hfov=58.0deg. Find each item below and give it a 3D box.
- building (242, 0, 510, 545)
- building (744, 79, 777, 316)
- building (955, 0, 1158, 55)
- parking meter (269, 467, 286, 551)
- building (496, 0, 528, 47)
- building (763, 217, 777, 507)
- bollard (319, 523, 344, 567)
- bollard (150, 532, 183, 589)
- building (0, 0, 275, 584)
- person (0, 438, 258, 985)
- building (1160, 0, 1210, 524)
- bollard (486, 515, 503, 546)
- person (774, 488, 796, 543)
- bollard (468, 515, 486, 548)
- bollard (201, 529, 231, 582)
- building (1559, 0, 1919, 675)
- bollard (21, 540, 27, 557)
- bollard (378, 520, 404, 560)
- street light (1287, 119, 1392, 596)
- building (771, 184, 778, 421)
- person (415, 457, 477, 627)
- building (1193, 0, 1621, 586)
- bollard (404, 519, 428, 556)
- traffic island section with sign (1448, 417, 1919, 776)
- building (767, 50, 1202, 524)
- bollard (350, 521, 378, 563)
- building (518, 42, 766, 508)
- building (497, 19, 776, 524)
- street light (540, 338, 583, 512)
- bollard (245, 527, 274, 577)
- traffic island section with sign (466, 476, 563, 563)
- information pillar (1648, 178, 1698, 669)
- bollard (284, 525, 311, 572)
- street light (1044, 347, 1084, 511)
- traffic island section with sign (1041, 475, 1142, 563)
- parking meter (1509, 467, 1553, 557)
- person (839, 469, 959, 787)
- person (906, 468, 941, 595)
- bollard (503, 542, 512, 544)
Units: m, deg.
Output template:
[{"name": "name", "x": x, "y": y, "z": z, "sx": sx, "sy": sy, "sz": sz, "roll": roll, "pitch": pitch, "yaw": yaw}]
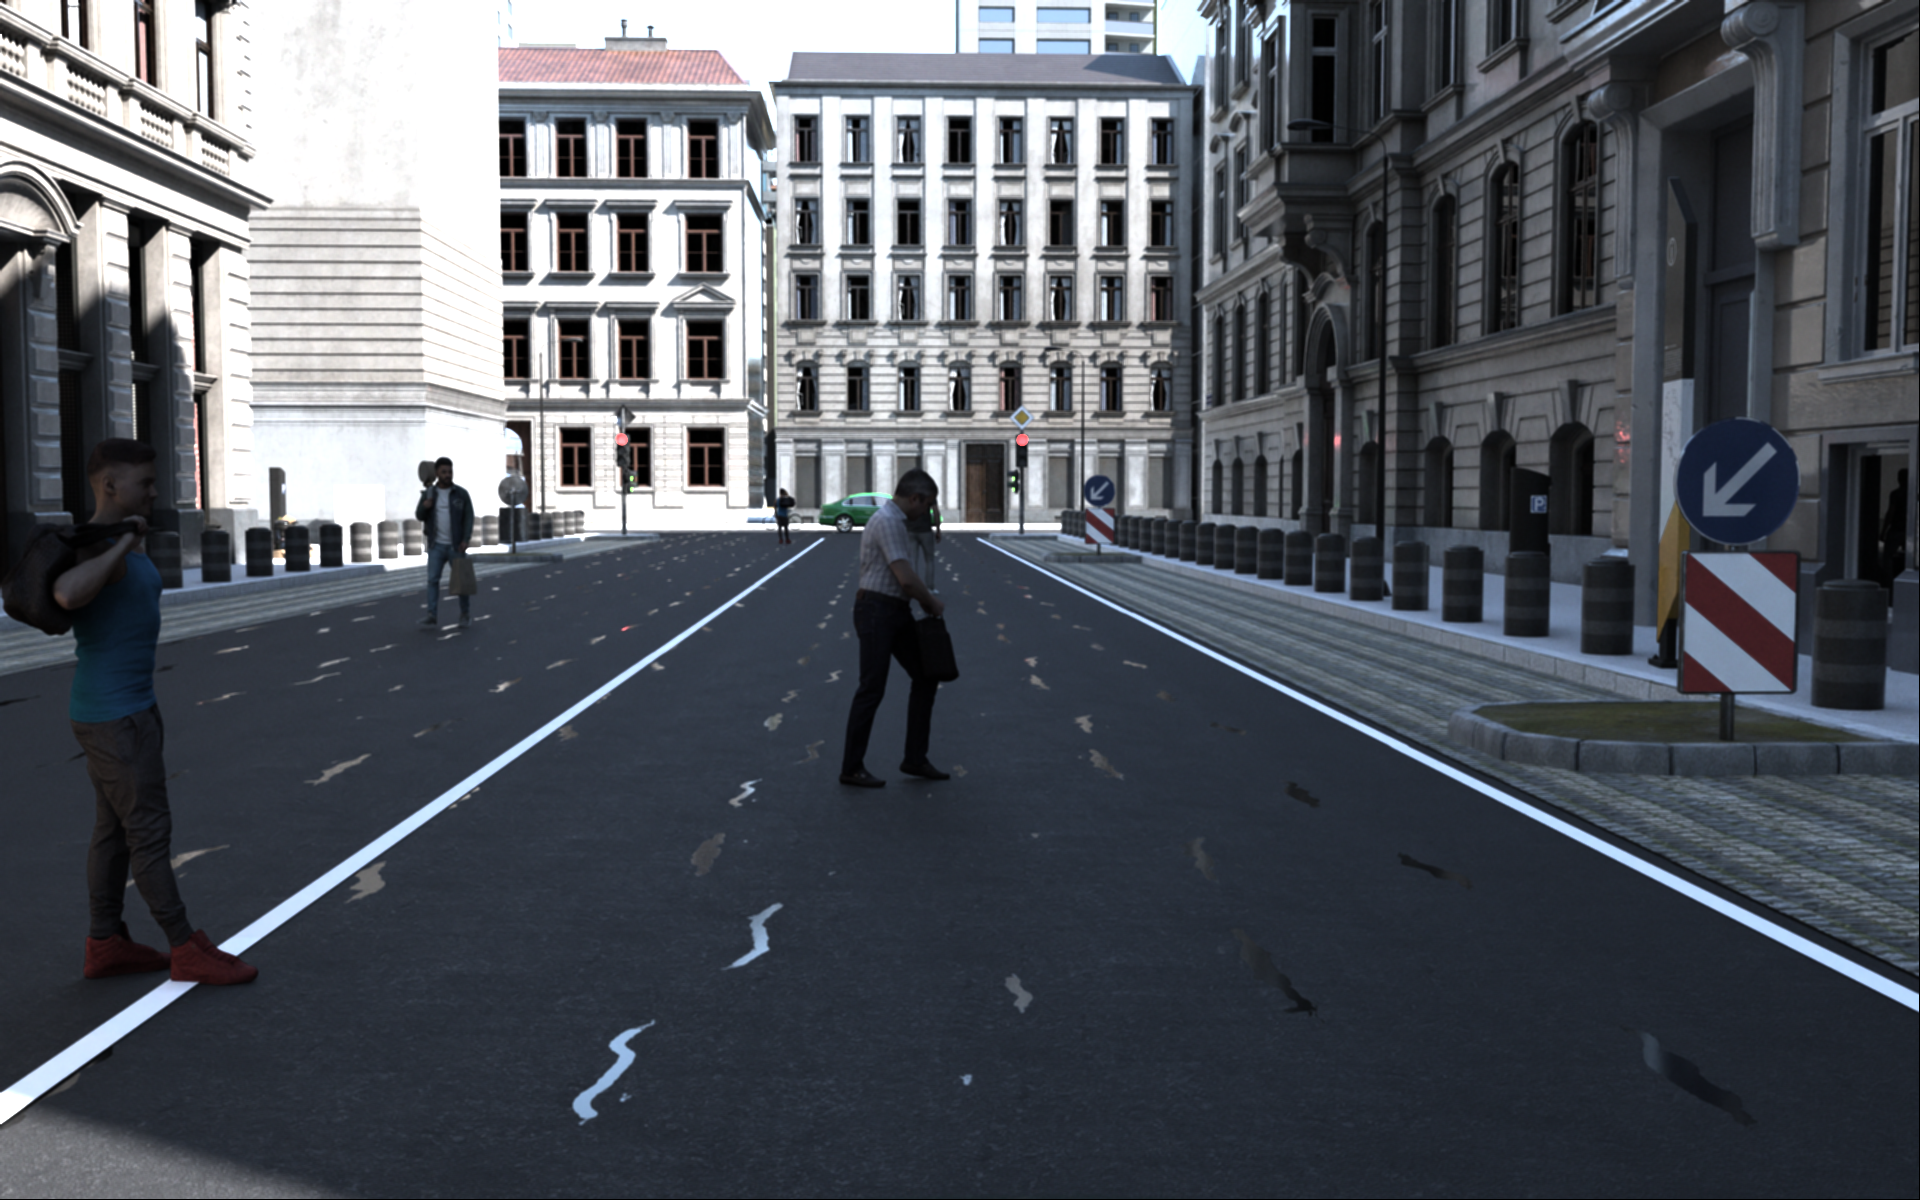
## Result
[{"name": "building", "x": -22.635, "y": -12.150, "z": 47.810, "sx": 18.267, "sy": 20.994, "sz": 9.793, "roll": 0, "pitch": 4, "yaw": -2}, {"name": "building", "x": -35.933, "y": -35.460, "z": 199.374, "sx": 30.456, "sy": 49.044, "sz": 23.786, "roll": 0, "pitch": 4, "yaw": -2}, {"name": "building", "x": 9.932, "y": -39.177, "z": 182.538, "sx": 21.231, "sy": 58.520, "sz": 28.212, "roll": 0, "pitch": 4, "yaw": -2}, {"name": "parking meter", "x": -15.046, "y": -1.988, "z": 38.219, "sx": 0.255, "sy": 1.863, "sz": 0.399, "roll": 0, "pitch": 4, "yaw": -6}, {"name": "building", "x": -61.514, "y": -46.548, "z": 199.317, "sx": 20.611, "sy": 71.187, "sz": 20.563, "roll": 0, "pitch": 4, "yaw": -2}, {"name": "building", "x": -25.731, "y": -24.552, "z": 173.128, "sx": 14.160, "sy": 30.474, "sz": 14.107, "roll": 0, "pitch": 4, "yaw": -2}, {"name": "bollard", "x": -11.098, "y": -0.969, "z": 30.564, "sx": 0.404, "sy": 0.777, "sz": 0.398, "roll": 0, "pitch": 3, "yaw": 0}, {"name": "bollard", "x": -10.806, "y": -0.543, "z": 23.588, "sx": 0.404, "sy": 0.777, "sz": 0.398, "roll": 0, "pitch": 3, "yaw": 0}, {"name": "building", "x": -17.682, "y": -11.855, "z": 22.702, "sx": 11.050, "sy": 23.489, "sz": 19.941, "roll": 0, "pitch": 4, "yaw": -2}, {"name": "person", "x": -2.421, "y": 0.326, "z": 5.045, "sx": 0.662, "sy": 1.594, "sz": 0.647, "roll": -1, "pitch": 4, "yaw": -22}, {"name": "building", "x": 19.930, "y": -15.982, "z": 79.331, "sx": 19.932, "sy": 24.808, "sz": 12.078, "roll": 0, "pitch": 4, "yaw": -2}, {"name": "bollard", "x": -11.609, "y": -1.716, "z": 42.771, "sx": 0.404, "sy": 0.777, "sz": 0.398, "roll": 0, "pitch": 3, "yaw": 0}, {"name": "person", "x": -5.083, "y": -2.445, "z": 50.343, "sx": 0.647, "sy": 1.594, "sz": 0.662, "roll": 0, "pitch": 4, "yaw": -2}, {"name": "bollard", "x": -11.537, "y": -1.609, "z": 41.021, "sx": 0.404, "sy": 0.777, "sz": 0.398, "roll": 0, "pitch": 3, "yaw": 0}, {"name": "bollard", "x": -10.880, "y": -0.649, "z": 25.329, "sx": 0.404, "sy": 0.777, "sz": 0.398, "roll": 0, "pitch": 3, "yaw": 0}, {"name": "building", "x": 13.184, "y": -13.553, "z": 7.495, "sx": 13.634, "sy": 28.700, "sz": 20.117, "roll": 0, "pitch": 4, "yaw": -2}, {"name": "bollard", "x": -10.660, "y": -0.330, "z": 20.106, "sx": 0.404, "sy": 0.777, "sz": 0.398, "roll": 0, "pitch": 3, "yaw": 0}, {"name": "bollard", "x": -11.247, "y": -1.182, "z": 34.045, "sx": 0.404, "sy": 0.777, "sz": 0.398, "roll": 0, "pitch": 3, "yaw": 0}, {"name": "street light", "x": 4.753, "y": -3.005, "z": 21.669, "sx": 1.470, "sy": 5.913, "sz": 1.316, "roll": 0, "pitch": 4, "yaw": -2}, {"name": "building", "x": -20.860, "y": -35.929, "z": 242.065, "sx": 28.867, "sy": 44.769, "sz": 22.147, "roll": 0, "pitch": 4, "yaw": -2}, {"name": "person", "x": -5.435, "y": -0.611, "z": 18.472, "sx": 0.794, "sy": 1.824, "sz": 0.713, "roll": 1, "pitch": 4, "yaw": 16}, {"name": "building", "x": 13.316, "y": -13.265, "z": 35.973, "sx": 14.460, "sy": 24.649, "sz": 34.723, "roll": 0, "pitch": 4, "yaw": -2}, {"name": "bollard", "x": -11.318, "y": -1.289, "z": 35.790, "sx": 0.404, "sy": 0.777, "sz": 0.398, "roll": 0, "pitch": 3, "yaw": 0}, {"name": "traffic island section with sign", "x": 3.868, "y": -0.066, "z": 9.701, "sx": 1.989, "sy": 1.847, "sz": 2.006, "roll": 0, "pitch": 4, "yaw": -2}, {"name": "building", "x": 0.873, "y": -13.998, "z": 78.026, "sx": 18.267, "sy": 20.994, "sz": 9.793, "roll": 0, "pitch": 4, "yaw": -2}, {"name": "bollard", "x": -11.170, "y": -1.076, "z": 32.305, "sx": 0.404, "sy": 0.777, "sz": 0.398, "roll": 0, "pitch": 3, "yaw": 0}, {"name": "building", "x": -33.955, "y": -28.231, "z": 153.457, "sx": 32.217, "sy": 40.220, "sz": 23.993, "roll": 0, "pitch": 4, "yaw": -2}, {"name": "building", "x": -19.074, "y": -14.788, "z": 77.935, "sx": 21.152, "sy": 22.565, "sz": 11.583, "roll": 0, "pitch": 4, "yaw": -2}, {"name": "street light", "x": -11.926, "y": -4.840, "z": 51.671, "sx": 1.470, "sy": 5.913, "sz": 1.316, "roll": 0, "pitch": 4, "yaw": -2}, {"name": "bollard", "x": -10.951, "y": -0.756, "z": 27.069, "sx": 0.404, "sy": 0.777, "sz": 0.398, "roll": 0, "pitch": 3, "yaw": 0}, {"name": "traffic island section with sign", "x": -9.487, "y": -1.710, "z": 36.595, "sx": 1.989, "sy": 1.847, "sz": 2.006, "roll": 0, "pitch": 4, "yaw": -2}, {"name": "information pillar", "x": 5.256, "y": -1.306, "z": 12.702, "sx": 0.183, "sy": 3.616, "sz": 0.504, "roll": 0, "pitch": 4, "yaw": 7}, {"name": "bollard", "x": -11.028, "y": -0.863, "z": 28.822, "sx": 0.404, "sy": 0.777, "sz": 0.398, "roll": 0, "pitch": 3, "yaw": 0}, {"name": "street light", "x": 3.347, "y": -5.032, "z": 54.812, "sx": 1.470, "sy": 5.913, "sz": 1.316, "roll": 0, "pitch": 4, "yaw": -2}, {"name": "traffic island section with sign", "x": 2.750, "y": -1.713, "z": 36.633, "sx": 1.989, "sy": 1.847, "sz": 2.006, "roll": 0, "pitch": 4, "yaw": -2}, {"name": "parking meter", "x": 5.369, "y": -0.484, "z": 16.320, "sx": 0.372, "sy": 1.533, "sz": 0.369, "roll": 0, "pitch": 3, "yaw": 0}, {"name": "person", "x": -0.302, "y": 0.128, "z": 8.621, "sx": 0.590, "sy": 1.554, "sz": 0.614, "roll": 0, "pitch": 4, "yaw": 1}, {"name": "person", "x": -0.563, "y": -0.978, "z": 24.623, "sx": 0.598, "sy": 1.807, "sz": 0.434, "roll": 1, "pitch": 4, "yaw": 12}, {"name": "bollard", "x": -11.683, "y": -1.823, "z": 44.522, "sx": 0.404, "sy": 0.777, "sz": 0.398, "roll": 0, "pitch": 3, "yaw": 0}]
